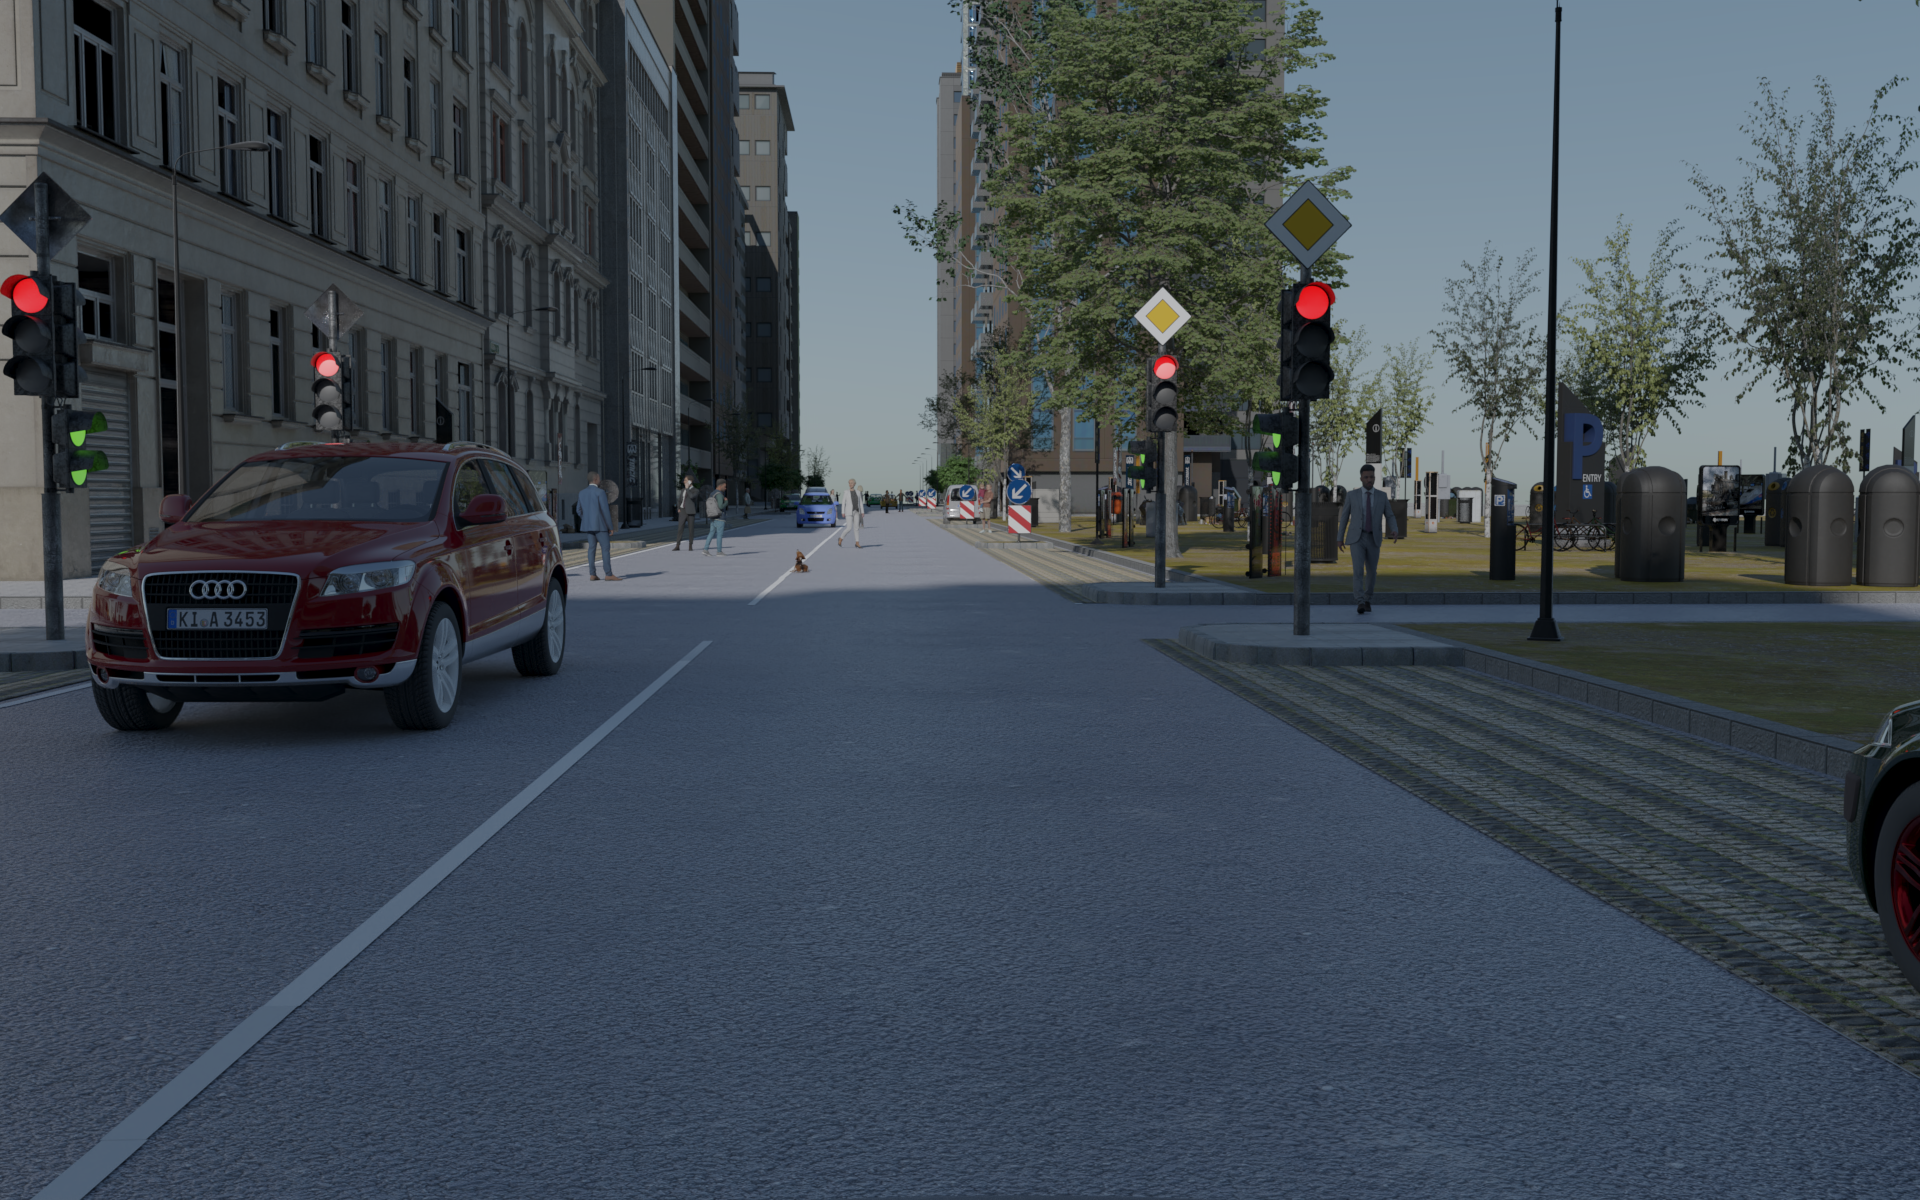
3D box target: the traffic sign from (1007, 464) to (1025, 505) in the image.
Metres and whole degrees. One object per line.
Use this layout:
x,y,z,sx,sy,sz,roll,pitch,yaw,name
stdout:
2.355,-4.429,72.512,0.768,2.556,0.104,0,4,1,traffic sign

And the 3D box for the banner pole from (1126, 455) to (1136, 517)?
9.732,-6.586,97.697,0.863,3.779,0.401,0,4,-5,banner pole

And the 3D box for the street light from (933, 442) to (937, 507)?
-1.748,-11.142,154.708,1.470,5.913,1.316,0,4,-3,street light

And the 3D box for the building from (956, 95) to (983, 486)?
6.739,-33.107,191.412,14.600,45.320,14.200,0,4,-3,building

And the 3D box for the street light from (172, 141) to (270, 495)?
-9.790,-3.083,22.945,1.470,5.913,1.316,0,4,-3,street light

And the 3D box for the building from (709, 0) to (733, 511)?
-24.236,-29.120,126.224,14.600,45.320,14.200,0,4,-3,building

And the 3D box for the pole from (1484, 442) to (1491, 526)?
20.865,-4.565,68.480,0.158,3.312,0.155,0,3,0,pole

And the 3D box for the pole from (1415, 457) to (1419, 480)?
25.112,-6.199,95.203,0.158,3.312,0.155,0,3,0,pole

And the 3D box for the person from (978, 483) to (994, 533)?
0.922,-3.391,63.911,0.580,1.828,0.573,-1,4,-15,person

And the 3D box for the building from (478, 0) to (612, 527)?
-21.700,-17.025,65.752,14.401,28.519,23.554,0,4,-3,building

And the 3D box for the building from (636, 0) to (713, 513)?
-27.262,-29.598,107.631,21.300,48.544,21.600,0,4,-3,building

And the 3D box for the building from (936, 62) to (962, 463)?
7.247,-42.929,243.891,21.231,58.520,28.212,0,4,-3,building

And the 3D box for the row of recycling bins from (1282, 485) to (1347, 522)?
16.119,-4.424,79.449,3.534,1.692,1.069,3,4,39,row of recycling bins

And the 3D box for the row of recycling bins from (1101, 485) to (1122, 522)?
6.985,-4.462,80.068,1.069,1.692,3.534,1,4,9,row of recycling bins

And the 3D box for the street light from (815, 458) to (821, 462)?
-19.010,-15.330,223.185,1.470,5.913,1.316,0,4,-3,street light

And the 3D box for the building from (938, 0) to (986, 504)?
8.967,-55.060,212.902,22.319,86.520,31.000,0,4,-3,building

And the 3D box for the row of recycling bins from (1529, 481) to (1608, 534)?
20.135,-3.040,56.817,1.069,1.692,3.534,-2,4,-27,row of recycling bins

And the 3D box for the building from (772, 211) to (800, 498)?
-29.826,-34.219,243.082,14.154,41.232,14.086,0,4,-3,building

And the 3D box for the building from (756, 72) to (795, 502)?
-35.856,-38.614,220.578,28.713,52.752,27.495,0,4,-3,building

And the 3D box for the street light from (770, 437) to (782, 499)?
-15.325,-10.317,141.221,1.470,5.913,1.316,0,4,-3,street light

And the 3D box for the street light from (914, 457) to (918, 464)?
-4.736,-15.017,218.075,1.470,5.913,1.316,0,4,-3,street light

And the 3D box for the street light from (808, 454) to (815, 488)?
-18.090,-14.071,202.595,1.470,5.913,1.316,0,4,-3,street light

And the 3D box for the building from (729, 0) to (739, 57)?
-32.902,-34.079,146.430,28.713,52.752,27.495,0,4,-3,building

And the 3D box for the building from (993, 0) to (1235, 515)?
9.527,-28.366,113.893,14.600,45.320,14.200,0,4,-3,building

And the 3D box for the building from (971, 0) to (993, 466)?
12.497,-32.883,157.249,23.786,49.044,30.456,0,4,-3,building

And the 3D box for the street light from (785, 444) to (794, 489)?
-16.094,-11.548,161.347,1.470,5.913,1.316,0,4,-3,street light

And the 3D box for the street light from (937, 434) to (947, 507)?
-0.841,-9.893,134.289,1.470,5.913,1.316,0,4,-3,street light

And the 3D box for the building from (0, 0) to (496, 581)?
-21.287,-12.562,38.670,16.112,22.955,30.059,0,4,-3,building

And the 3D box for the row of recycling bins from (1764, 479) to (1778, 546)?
20.098,-2.095,41.366,1.069,1.692,3.534,1,4,12,row of recycling bins

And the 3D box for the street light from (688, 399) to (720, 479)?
-12.660,-6.842,84.412,1.470,5.913,1.316,0,4,-3,street light

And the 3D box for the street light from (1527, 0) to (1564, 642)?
4.612,-2.599,15.042,1.470,5.913,1.316,0,4,-3,street light

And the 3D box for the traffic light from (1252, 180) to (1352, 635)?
3.094,-1.636,15.667,0.839,4.253,0.868,0,4,-3,traffic light

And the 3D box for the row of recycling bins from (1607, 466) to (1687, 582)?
10.657,-1.200,26.740,1.069,1.692,3.534,1,4,22,row of recycling bins

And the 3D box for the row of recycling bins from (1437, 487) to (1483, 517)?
28.370,-5.558,97.985,3.534,1.692,1.069,-3,4,-36,row of recycling bins

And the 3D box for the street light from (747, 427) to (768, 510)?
-14.237,-9.061,120.681,1.470,5.913,1.316,0,4,-3,street light

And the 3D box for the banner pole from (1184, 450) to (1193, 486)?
12.925,-6.585,97.685,0.401,3.779,0.863,-2,4,-34,banner pole

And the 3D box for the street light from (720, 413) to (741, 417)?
-13.280,-7.760,99.422,1.470,5.913,1.316,0,4,-3,street light

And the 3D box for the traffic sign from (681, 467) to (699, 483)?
-12.950,-5.083,83.105,0.884,2.594,0.081,0,4,-1,traffic sign

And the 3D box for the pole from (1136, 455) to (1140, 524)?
7.619,-4.904,74.028,0.158,3.312,0.155,0,3,0,pole

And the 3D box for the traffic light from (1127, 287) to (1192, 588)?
2.726,-2.124,23.643,0.839,4.253,0.868,0,4,-3,traffic light

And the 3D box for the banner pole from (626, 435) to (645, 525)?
-13.641,-5.072,72.944,0.863,3.779,0.401,-1,4,-20,banner pole

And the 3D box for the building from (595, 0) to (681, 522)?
-21.444,-16.499,87.774,12.078,24.808,19.932,0,4,-3,building

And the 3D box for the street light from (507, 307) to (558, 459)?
-10.656,-4.313,43.066,1.470,5.913,1.316,0,4,-3,street light

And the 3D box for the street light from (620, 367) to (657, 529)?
-11.783,-5.562,63.486,1.470,5.913,1.316,0,4,-3,street light

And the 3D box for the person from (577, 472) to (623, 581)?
-5.987,-1.218,28.595,0.721,1.800,0.419,1,4,20,person

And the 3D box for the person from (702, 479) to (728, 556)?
-5.569,-1.893,39.803,0.623,1.781,0.721,3,5,44,person

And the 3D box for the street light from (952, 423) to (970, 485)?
0.039,-8.655,114.047,1.470,5.913,1.316,0,4,-3,street light

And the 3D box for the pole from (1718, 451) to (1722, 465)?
35.890,-5.384,81.866,0.158,3.312,0.155,0,3,0,pole

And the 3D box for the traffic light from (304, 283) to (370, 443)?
-8.322,-2.092,23.121,0.839,4.253,0.868,0,4,-3,traffic light

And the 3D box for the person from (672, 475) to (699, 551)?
-6.906,-2.191,43.691,0.648,1.900,0.474,1,4,16,person

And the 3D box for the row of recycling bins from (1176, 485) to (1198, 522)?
10.376,-4.605,82.399,1.069,1.692,3.534,-1,4,-11,row of recycling bins

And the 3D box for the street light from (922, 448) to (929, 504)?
-2.845,-12.398,175.241,1.470,5.913,1.316,0,4,-3,street light

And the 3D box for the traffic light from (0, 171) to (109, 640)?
-7.955,-1.604,15.144,0.839,4.253,0.868,0,4,-3,traffic light

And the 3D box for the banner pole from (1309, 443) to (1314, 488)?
16.992,-5.768,84.321,0.401,3.779,0.863,-3,4,-37,banner pole

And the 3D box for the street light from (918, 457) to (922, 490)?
-3.755,-13.763,197.566,1.470,5.913,1.316,0,4,-3,street light

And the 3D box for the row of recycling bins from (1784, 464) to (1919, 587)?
13.451,-1.041,24.128,3.534,1.692,1.069,1,4,11,row of recycling bins

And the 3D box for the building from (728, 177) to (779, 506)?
-36.924,-30.761,194.821,32.217,40.220,23.993,0,4,-3,building

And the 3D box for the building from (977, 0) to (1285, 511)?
12.030,-42.346,130.609,20.563,71.187,20.611,0,4,-3,building

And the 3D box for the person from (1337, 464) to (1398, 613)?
4.904,-0.740,20.878,0.678,1.792,0.850,0,4,5,person

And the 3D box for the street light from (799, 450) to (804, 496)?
-17.133,-12.840,182.478,1.470,5.913,1.316,0,4,-3,street light
